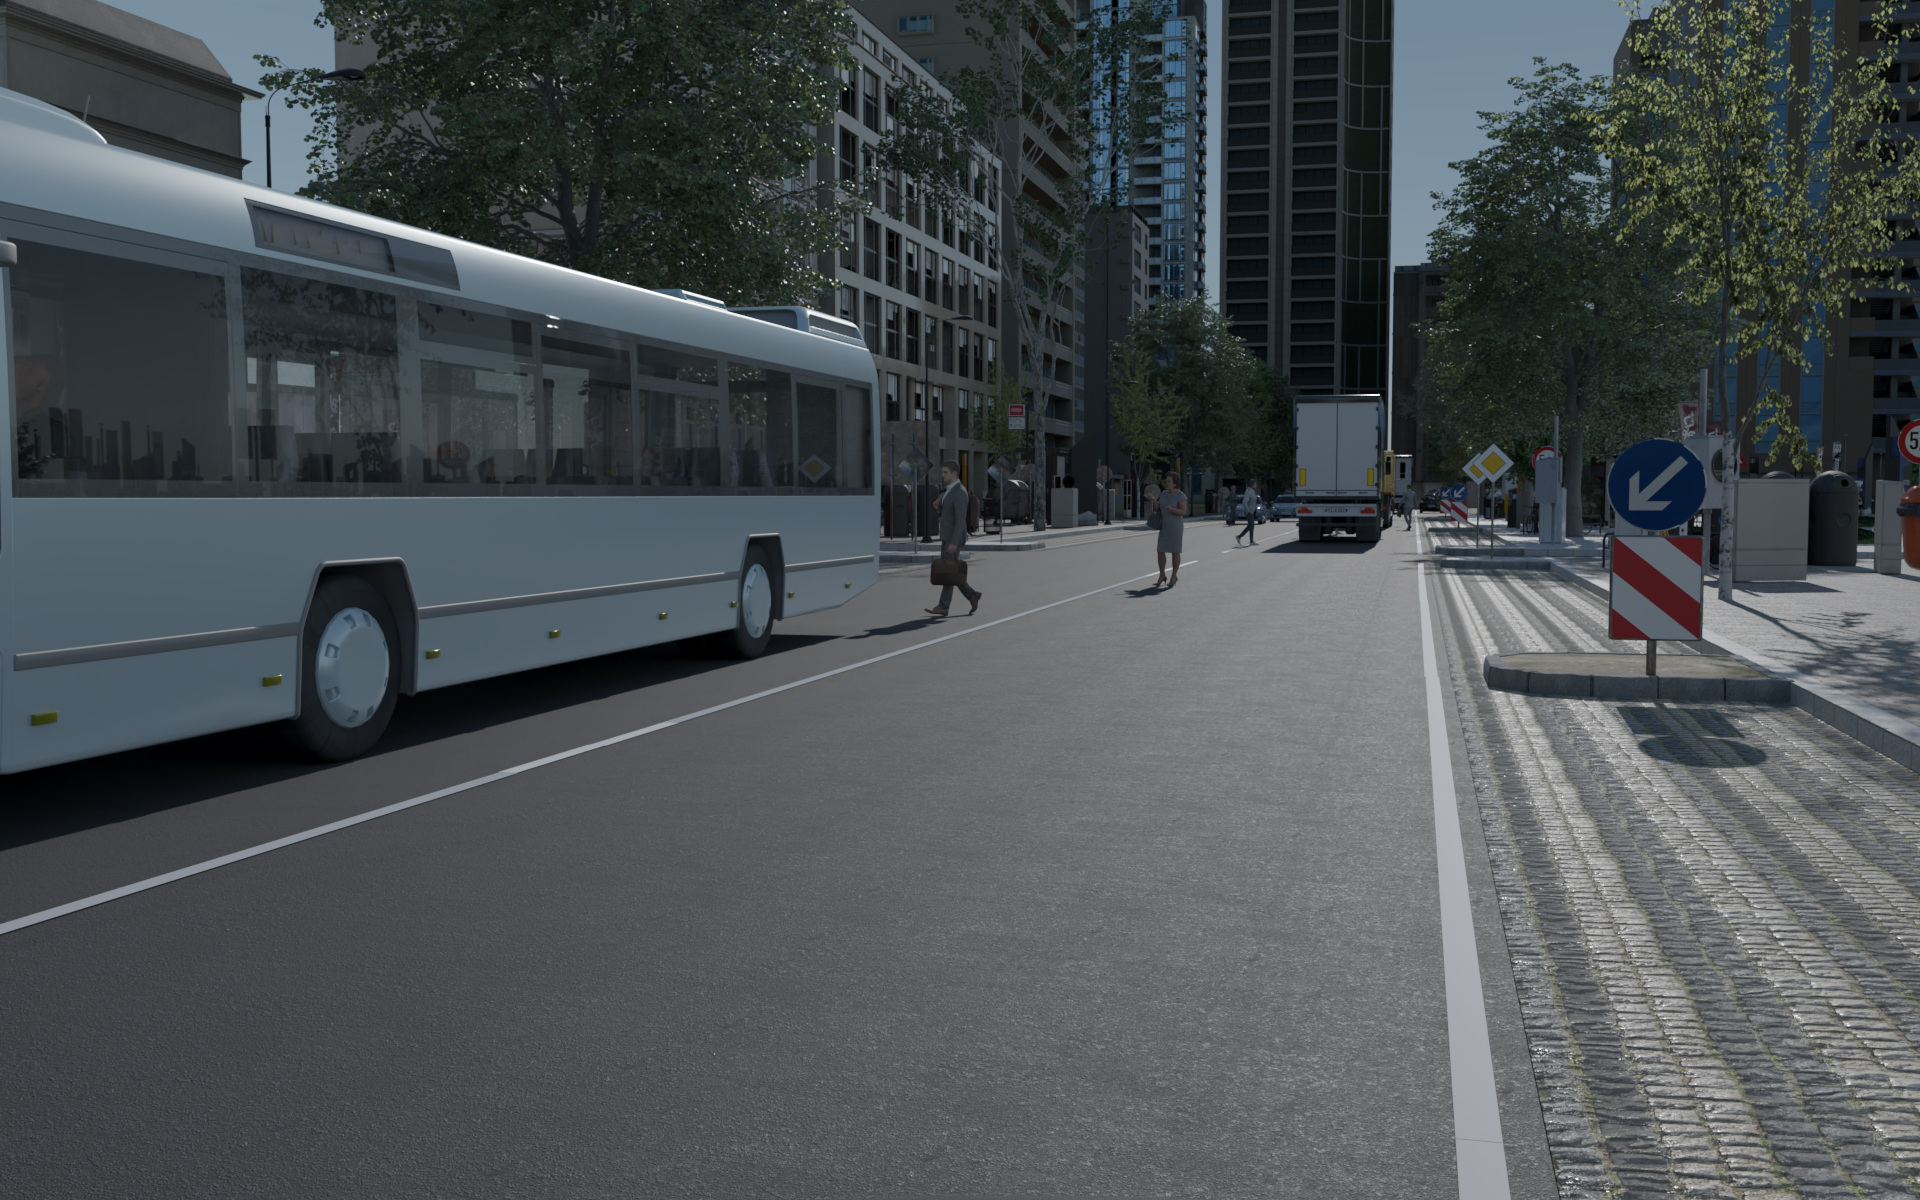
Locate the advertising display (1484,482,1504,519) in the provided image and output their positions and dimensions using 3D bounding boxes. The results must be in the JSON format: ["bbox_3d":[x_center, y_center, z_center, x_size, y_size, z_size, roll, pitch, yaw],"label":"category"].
[{"bbox_3d":[27.690,-5.174,89.809,0.974,1.923,0.123,0,4,2],"label":"advertising display"}]

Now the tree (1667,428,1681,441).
[{"bbox_3d":[34.917,-6.208,85.212,4.285,4.588,4.351,0,3,0],"label":"tree"}]

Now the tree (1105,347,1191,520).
[{"bbox_3d":[9.009,-8.291,85.927,4.737,8.622,4.395,0,3,0],"label":"tree"}]

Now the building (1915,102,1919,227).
[{"bbox_3d":[86.411,-43.649,151.909,20.611,71.187,20.563,1,4,15],"label":"building"}]

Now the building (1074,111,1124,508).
[{"bbox_3d":[-1.789,-28.526,158.283,32.217,40.220,23.993,1,4,15],"label":"building"}]

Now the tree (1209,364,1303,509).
[{"bbox_3d":[26.440,-14.274,150.387,9.611,12.733,9.660,0,3,0],"label":"tree"}]

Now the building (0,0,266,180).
[{"bbox_3d":[-50.360,-15.144,80.890,30.059,22.955,16.112,1,4,15],"label":"building"}]

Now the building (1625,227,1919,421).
[{"bbox_3d":[69.317,-17.938,138.327,27.650,21.520,28.899,1,4,15],"label":"building"}]

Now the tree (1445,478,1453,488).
[{"bbox_3d":[52.806,-11.678,185.542,1.663,3.219,1.824,0,3,0],"label":"tree"}]

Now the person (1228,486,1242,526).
[{"bbox_3d":[12.438,-4.264,78.397,0.590,1.801,0.661,0,4,-2],"label":"person"}]

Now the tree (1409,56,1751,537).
[{"bbox_3d":[18.391,-8.848,51.328,9.857,13.997,8.962,0,3,0],"label":"tree"}]

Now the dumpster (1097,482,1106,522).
[{"bbox_3d":[5.943,-4.505,79.415,1.264,1.857,1.865,1,4,14],"label":"dumpster"}]

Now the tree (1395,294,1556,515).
[{"bbox_3d":[31.523,-11.879,104.597,12.009,13.543,11.850,0,3,0],"label":"tree"}]

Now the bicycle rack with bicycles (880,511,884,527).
[{"bbox_3d":[-2.993,-3.242,66.389,2.925,0.926,2.852,1,4,12],"label":"bicycle rack with bicycles"}]

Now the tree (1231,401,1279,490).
[{"bbox_3d":[22.570,-11.294,135.026,4.737,8.622,4.395,0,3,0],"label":"tree"}]

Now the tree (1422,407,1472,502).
[{"bbox_3d":[51.172,-15.882,177.789,7.486,12.596,7.792,0,3,0],"label":"tree"}]

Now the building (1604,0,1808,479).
[{"bbox_3d":[68.067,-31.196,160.159,14.600,45.320,14.200,1,4,15],"label":"building"}]

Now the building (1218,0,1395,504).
[{"bbox_3d":[44.493,-47.911,221.604,20.611,71.187,20.563,1,4,15],"label":"building"}]

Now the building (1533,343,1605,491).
[{"bbox_3d":[83.316,-22.722,216.543,28.899,21.520,27.650,1,4,15],"label":"building"}]

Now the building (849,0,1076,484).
[{"bbox_3d":[-3.500,-31.242,134.507,21.300,48.544,21.600,1,4,15],"label":"building"}]

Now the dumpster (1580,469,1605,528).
[{"bbox_3d":[24.245,-3.949,67.066,1.502,2.255,1.985,1,4,15],"label":"dumpster"}]

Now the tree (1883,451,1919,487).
[{"bbox_3d":[43.557,-5.762,77.919,4.285,4.588,4.351,0,3,0],"label":"tree"}]

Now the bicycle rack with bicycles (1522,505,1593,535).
[{"bbox_3d":[18.933,-2.546,55.012,2.852,0.926,2.925,3,5,43],"label":"bicycle rack with bicycles"}]

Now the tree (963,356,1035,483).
[{"bbox_3d":[2.427,-8.639,91.611,4.737,8.622,4.395,0,3,0],"label":"tree"}]

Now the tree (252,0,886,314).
[{"bbox_3d":[-6.088,-7.455,28.547,9.857,13.997,8.962,0,3,0],"label":"tree"}]

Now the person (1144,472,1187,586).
[{"bbox_3d":[3.175,-1.115,27.087,0.716,1.782,0.532,3,5,44],"label":"person"}]

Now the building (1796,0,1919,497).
[{"bbox_3d":[56.712,-28.657,118.659,14.600,45.320,14.200,1,4,15],"label":"building"}]

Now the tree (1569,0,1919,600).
[{"bbox_3d":[9.496,-4.300,20.667,4.360,8.622,3.978,0,3,0],"label":"tree"}]

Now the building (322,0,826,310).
[{"bbox_3d":[-15.052,-17.574,73.235,13.634,28.700,20.117,1,4,15],"label":"building"}]

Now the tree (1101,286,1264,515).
[{"bbox_3d":[13.595,-12.171,105.649,9.857,13.997,8.962,0,3,0],"label":"tree"}]

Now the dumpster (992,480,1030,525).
[{"bbox_3d":[2.090,-4.018,71.450,1.264,1.857,1.865,1,4,15],"label":"dumpster"}]

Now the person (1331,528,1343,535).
[{"bbox_3d":[13.304,-3.239,61.437,0.573,1.828,0.580,2,4,35],"label":"person"}]

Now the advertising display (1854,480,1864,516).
[{"bbox_3d":[40.376,-4.469,78.277,0.974,1.923,0.123,-1,4,-15],"label":"advertising display"}]

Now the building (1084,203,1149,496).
[{"bbox_3d":[11.743,-24.756,176.458,14.107,30.474,14.160,1,4,15],"label":"building"}]

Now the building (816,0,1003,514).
[{"bbox_3d":[-10.871,-18.097,100.395,19.350,26.468,34.151,1,4,15],"label":"building"}]

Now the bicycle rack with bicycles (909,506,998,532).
[{"bbox_3d":[-0.562,-2.798,59.123,2.852,0.926,2.925,-1,4,-16],"label":"bicycle rack with bicycles"}]

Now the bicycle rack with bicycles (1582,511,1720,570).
[{"bbox_3d":[12.382,-1.000,29.730,2.852,0.926,2.925,-1,4,-13],"label":"bicycle rack with bicycles"}]

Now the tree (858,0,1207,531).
[{"bbox_3d":[1.350,-12.433,59.168,12.611,20.169,13.585,0,3,0],"label":"tree"}]

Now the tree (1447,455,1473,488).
[{"bbox_3d":[46.068,-12.768,159.123,4.737,8.622,4.395,0,3,0],"label":"tree"}]

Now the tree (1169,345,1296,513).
[{"bbox_3d":[17.756,-11.764,118.098,9.928,11.665,9.643,0,3,0],"label":"tree"}]

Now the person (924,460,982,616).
[{"bbox_3d":[-0.050,-0.732,20.436,0.822,1.834,0.622,-2,4,-25],"label":"person"}]

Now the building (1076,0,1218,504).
[{"bbox_3d":[19.237,-55.931,227.138,31.000,86.520,22.319,1,4,15],"label":"building"}]

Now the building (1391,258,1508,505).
[{"bbox_3d":[60.789,-27.126,215.213,14.107,30.474,14.160,1,4,15],"label":"building"}]

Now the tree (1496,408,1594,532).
[{"bbox_3d":[19.723,-4.584,58.667,4.285,4.588,4.351,0,3,0],"label":"tree"}]
